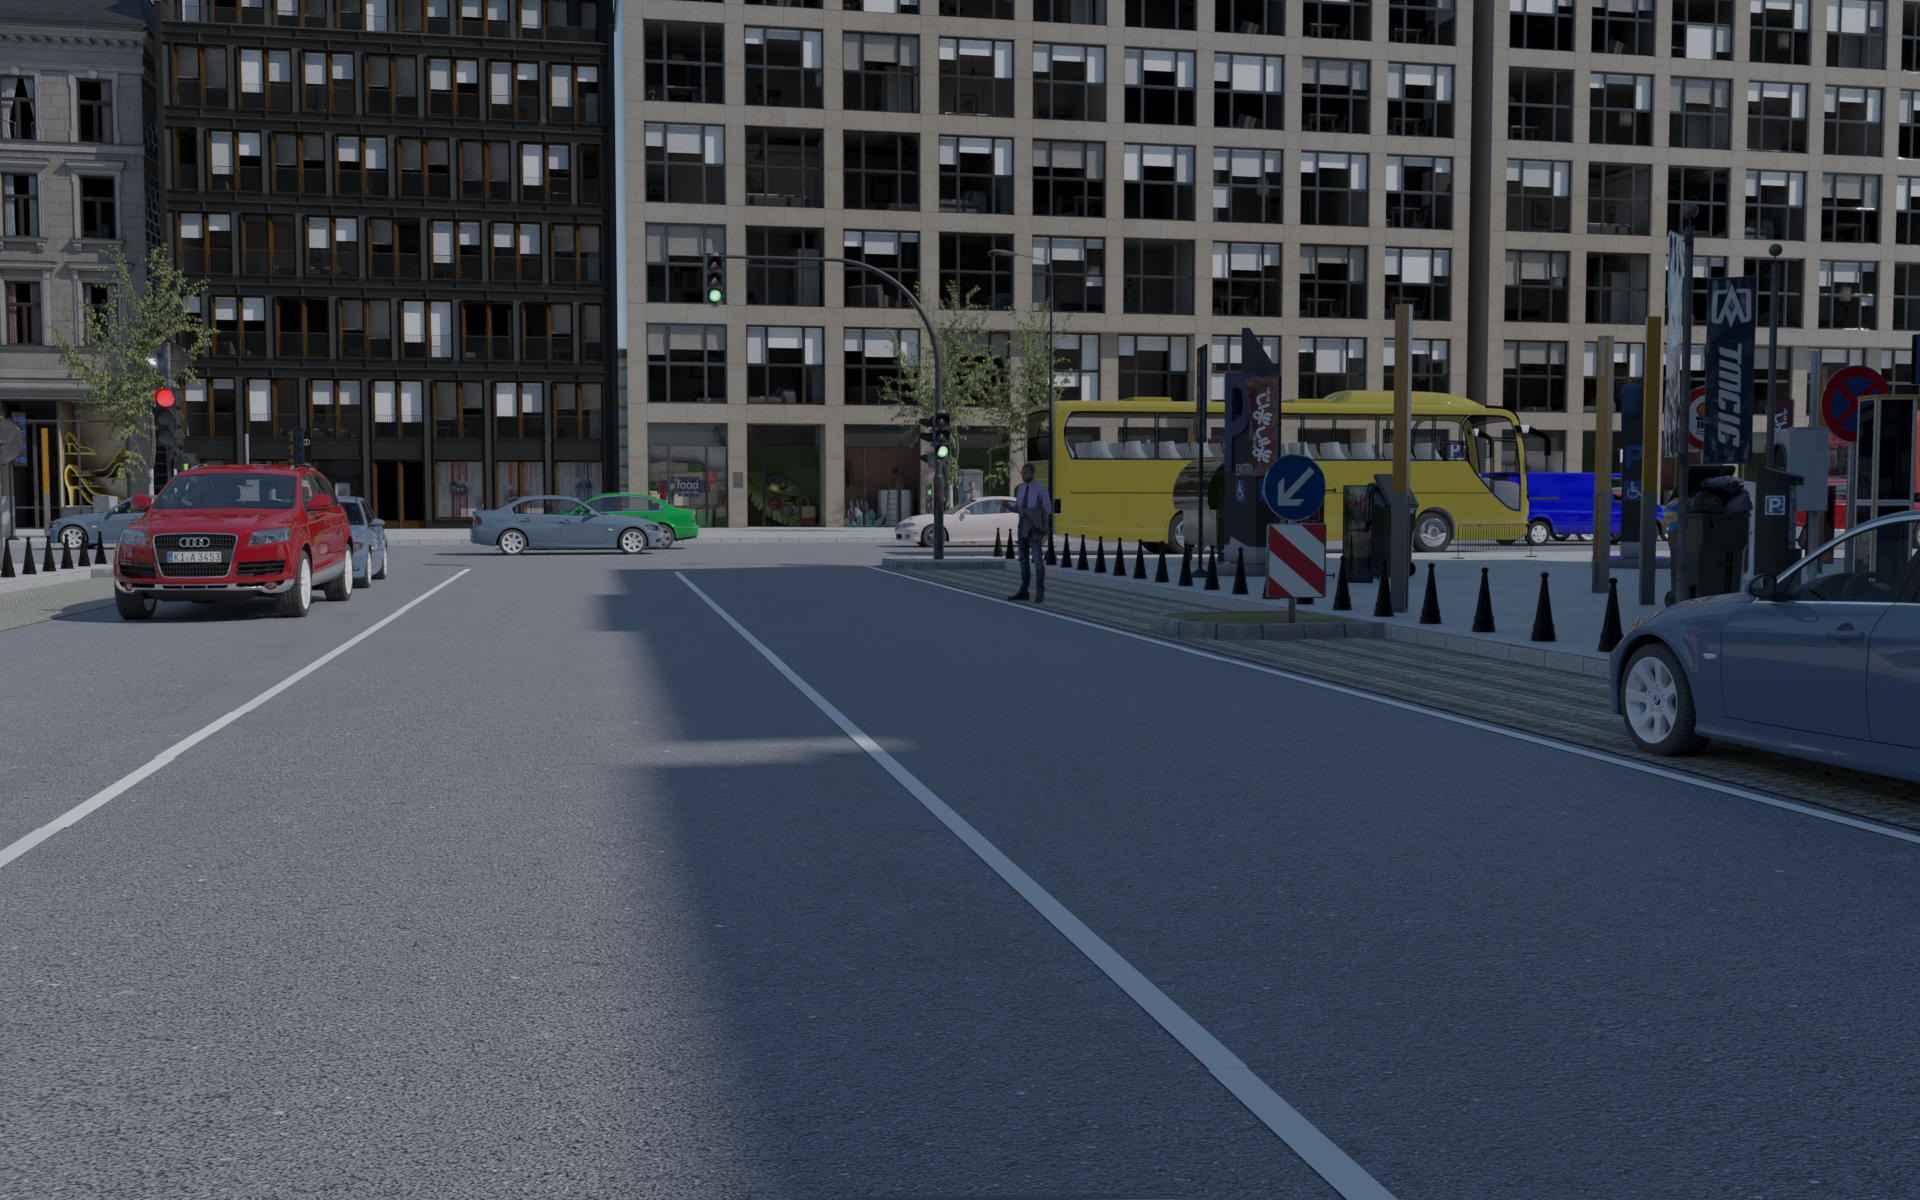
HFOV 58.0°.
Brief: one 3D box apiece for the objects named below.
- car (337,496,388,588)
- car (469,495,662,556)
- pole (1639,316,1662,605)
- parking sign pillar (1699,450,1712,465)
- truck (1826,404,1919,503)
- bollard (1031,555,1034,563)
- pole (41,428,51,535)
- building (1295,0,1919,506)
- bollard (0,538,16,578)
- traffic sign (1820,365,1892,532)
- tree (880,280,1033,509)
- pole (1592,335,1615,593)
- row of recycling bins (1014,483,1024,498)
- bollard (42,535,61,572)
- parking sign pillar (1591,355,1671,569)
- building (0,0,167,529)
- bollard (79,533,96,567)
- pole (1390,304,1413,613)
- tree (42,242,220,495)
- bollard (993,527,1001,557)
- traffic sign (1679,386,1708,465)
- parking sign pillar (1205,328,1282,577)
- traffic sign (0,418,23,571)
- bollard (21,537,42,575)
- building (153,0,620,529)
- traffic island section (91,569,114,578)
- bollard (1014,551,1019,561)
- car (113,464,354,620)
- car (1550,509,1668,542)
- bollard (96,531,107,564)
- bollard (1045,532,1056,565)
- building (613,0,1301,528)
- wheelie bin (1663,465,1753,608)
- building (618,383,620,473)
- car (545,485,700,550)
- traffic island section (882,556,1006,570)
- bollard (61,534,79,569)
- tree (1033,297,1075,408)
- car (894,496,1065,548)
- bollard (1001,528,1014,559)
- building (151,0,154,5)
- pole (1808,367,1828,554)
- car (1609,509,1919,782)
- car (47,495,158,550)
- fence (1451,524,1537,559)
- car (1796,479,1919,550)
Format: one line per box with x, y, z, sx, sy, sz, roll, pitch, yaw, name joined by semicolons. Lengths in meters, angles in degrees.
-10.195;-0.958;27.667;2.014;1.417;4.499;-1;4;-13;car
-9.373;-1.792;41.303;4.499;1.417;2.014;-1;4;-14;car
7.969;-1.600;20.000;0.158;3.312;0.155;0;3;0;pole
28.981;-4.823;67.336;1.447;3.967;1.447;1;4;22;parking sign pillar
31.868;-4.030;54.806;11.283;4.237;2.839;-1;4;-10;truck
1.432;-0.992;32.254;0.229;0.601;0.229;0;3;0;bollard
-28.373;-3.665;53.760;0.158;3.312;0.155;0;3;0;pole
36.356;-17.086;83.878;34.151;26.468;19.350;-1;4;-12;building
-14.653;-0.648;26.639;0.229;0.601;0.229;0;3;0;bollard
8.861;-1.047;17.230;0.768;2.556;0.104;0;4;-7;traffic sign
-0.531;-6.631;58.771;4.737;8.622;4.395;0;3;0;tree
8.325;-1.747;22.412;0.158;3.312;0.155;0;3;0;pole
3.515;-3.334;61.628;3.534;1.692;1.069;-2;4;-26;row of recycling bins
-15.079;-0.772;28.657;0.229;0.601;0.229;0;3;0;bollard
11.839;-2.556;30.270;1.447;3.967;1.447;2;4;25;parking sign pillar
-49.601;-12.946;62.571;40.483;20.767;10.553;-1;4;-12;building
-15.514;-0.894;30.664;0.229;0.601;0.229;0;3;0;bollard
4.775;-1.522;18.727;0.158;3.312;0.155;0;3;0;pole
-23.674;-6.092;49.959;4.737;8.622;4.395;0;3;0;tree
0.777;-1.179;35.311;0.229;0.601;0.229;0;3;0;bollard
8.761;-1.242;20.413;0.768;2.556;0.104;-1;4;-10;traffic sign
4.641;-2.386;27.476;1.447;3.967;1.447;-1;4;-13;parking sign pillar
-16.048;-1.762;28.912;0.768;2.556;0.104;-1;4;-10;traffic sign
-14.868;-0.710;27.652;0.229;0.601;0.229;0;3;0;bollard
-21.778;-14.617;68.673;15.834;23.373;12.332;-1;4;-12;building
-14.139;-0.539;31.098;2.009;0.180;2.903;-1;4;-12;traffic island section
1.215;-1.053;33.258;0.229;0.601;0.229;0;3;0;bollard
-8.915;-0.791;21.603;2.281;1.827;5.304;-1;4;-11;car
20.114;-2.689;53.004;4.494;1.783;2.155;-1;4;-11;car
-15.725;-0.956;31.675;0.229;0.601;0.229;0;3;0;bollard
1.646;-0.930;31.248;0.229;0.601;0.229;0;3;0;bollard
2.256;-16.655;76.823;34.151;26.468;19.350;-1;4;-12;building
8.145;-0.666;18.790;0.980;1.594;0.693;-1;4;-16;wheelie bin
-57.702;-23.682;232.246;28.899;21.520;27.650;-1;4;-12;building
-9.167;-2.221;45.107;4.718;1.807;1.959;-1;4;-10;car
-0.407;-0.718;34.024;2.009;0.180;2.903;-1;4;-12;traffic island section
-15.299;-0.833;29.660;0.229;0.601;0.229;0;3;0;bollard
2.474;-7.010;64.972;4.737;8.622;4.395;0;3;0;tree
0.603;-2.140;47.347;4.827;1.381;2.083;-1;4;-10;car
0.995;-1.116;34.287;0.229;0.601;0.229;0;3;0;bollard
-62.800;-49.745;126.003;22.319;86.520;31.000;-1;4;-12;building
13.792;-2.080;27.848;0.158;3.312;0.155;0;3;0;pole
4.919;0.235;8.166;2.014;1.417;4.499;-1;4;-12;car
-21.473;-2.049;45.502;4.499;1.417;2.014;-1;4;-14;car
10.751;-1.187;34.784;2.069;0.683;0.278;-2;4;-27;fence
22.444;-2.160;43.989;5.304;1.827;2.281;-1;4;-11;car
